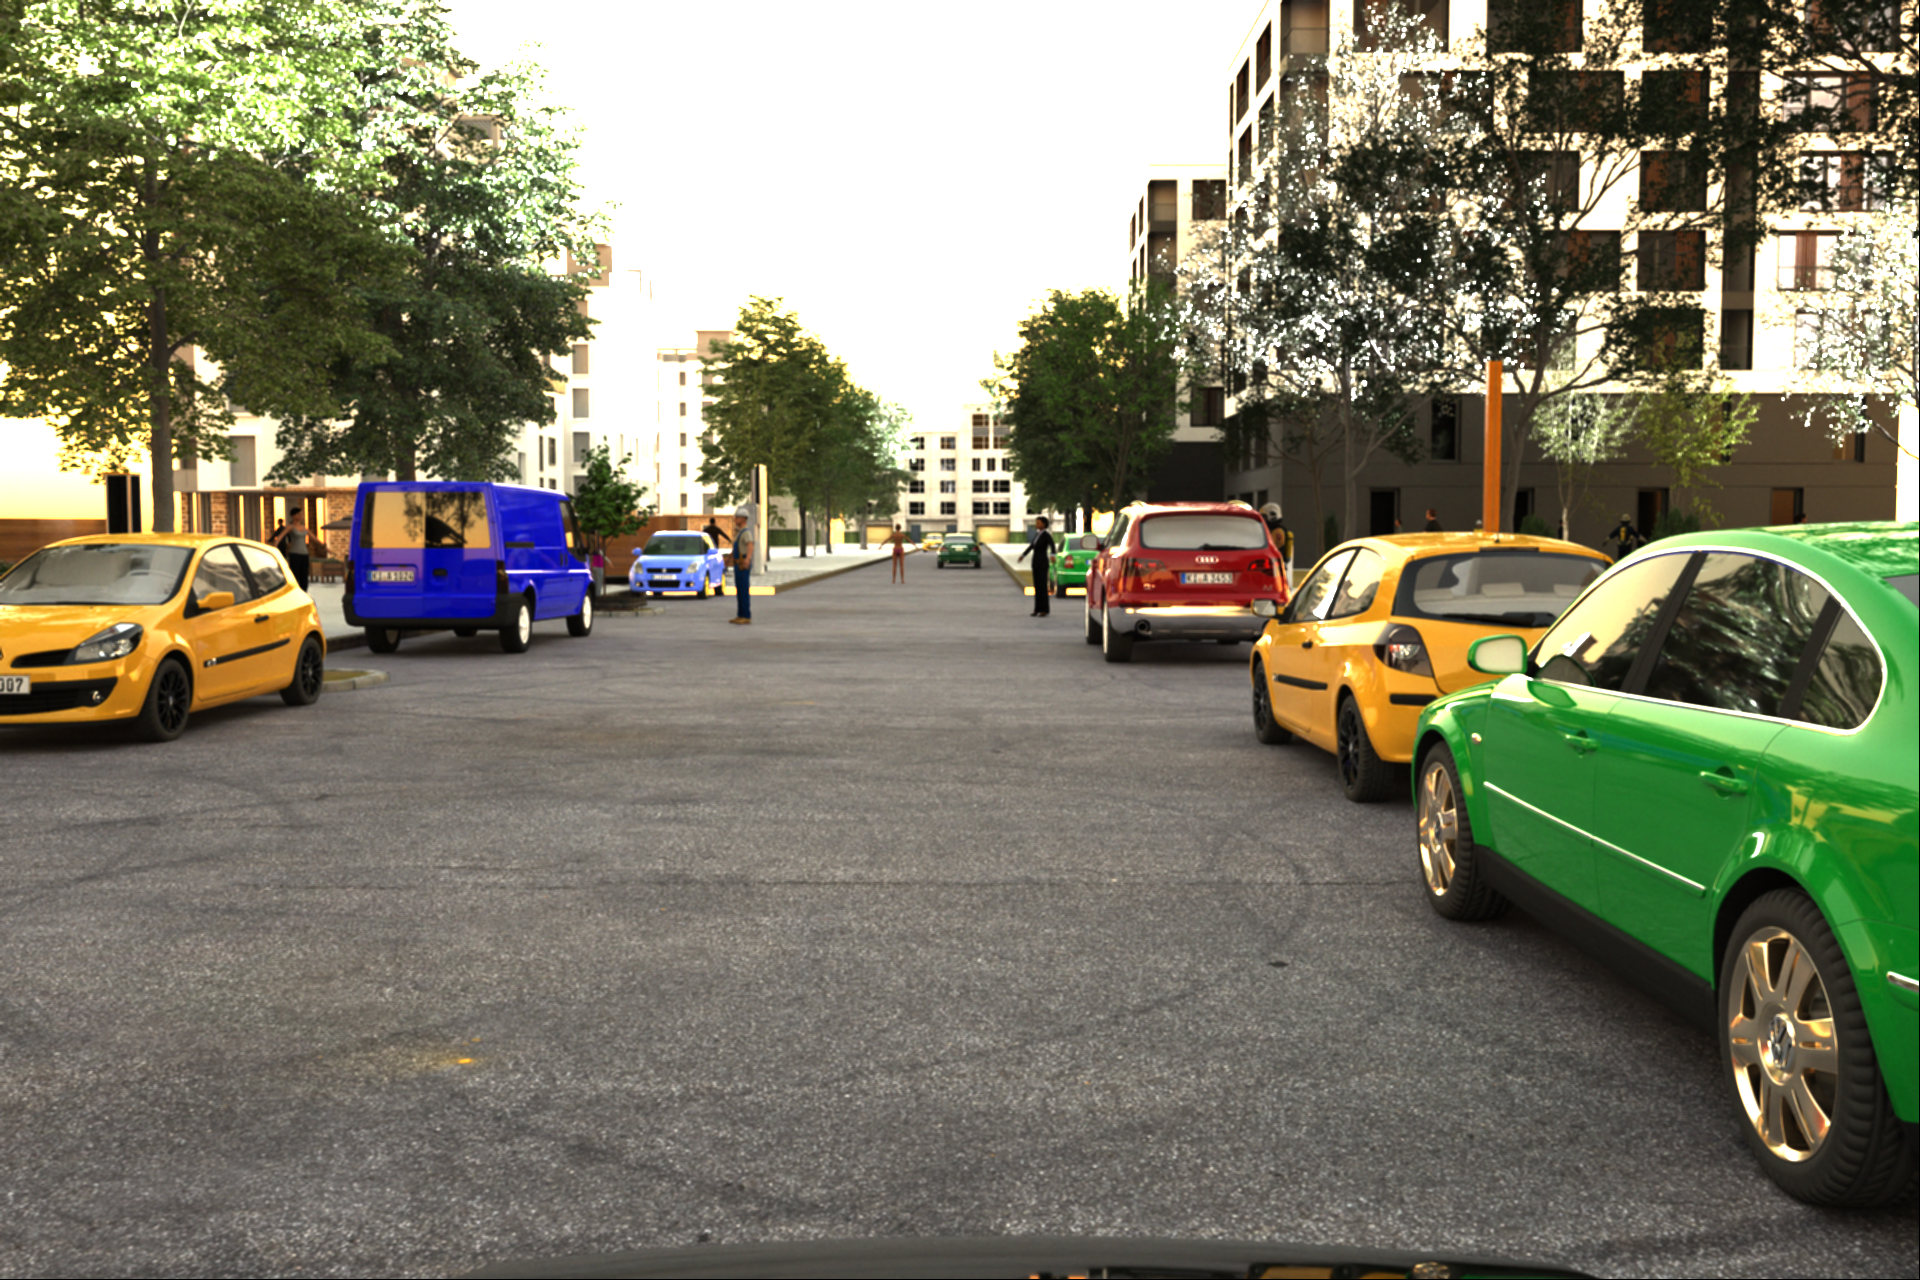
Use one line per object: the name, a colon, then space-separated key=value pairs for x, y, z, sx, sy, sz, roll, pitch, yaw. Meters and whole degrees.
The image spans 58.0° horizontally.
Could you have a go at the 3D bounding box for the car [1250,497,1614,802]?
car: x=2.900 y=-0.028 z=10.680 sx=2.015 sy=1.641 sz=3.980 roll=0 pitch=4 yaw=-1

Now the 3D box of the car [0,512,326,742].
car: x=-6.274 y=-0.178 z=13.133 sx=2.015 sy=1.641 sz=3.980 roll=0 pitch=3 yaw=0

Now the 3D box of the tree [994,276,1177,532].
tree: x=6.408 y=-10.950 z=85.685 sx=9.857 sy=13.997 sz=8.962 roll=0 pitch=3 yaw=0

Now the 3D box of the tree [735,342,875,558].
tree: x=-8.512 y=-10.292 z=94.029 sx=9.928 sy=11.665 sz=9.643 roll=0 pitch=3 yaw=0

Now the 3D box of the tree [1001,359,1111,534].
tree: x=6.265 y=-11.591 z=107.644 sx=7.486 sy=12.596 sz=7.792 roll=0 pitch=3 yaw=0

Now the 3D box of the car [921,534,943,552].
car: x=-2.049 y=-7.824 z=138.142 sx=2.015 sy=1.641 sz=3.980 roll=0 pitch=4 yaw=1

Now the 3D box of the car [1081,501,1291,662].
car: x=2.636 y=-0.748 z=20.903 sx=2.281 sy=1.827 sz=5.304 roll=0 pitch=4 yaw=0

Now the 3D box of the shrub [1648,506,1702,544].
shrub: x=18.233 y=-2.423 z=44.043 sx=1.690 sy=2.028 sz=1.600 roll=0 pitch=3 yaw=0

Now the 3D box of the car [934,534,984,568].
car: x=-0.037 y=-3.778 z=73.569 sx=2.131 sy=1.459 sz=4.920 roll=0 pitch=3 yaw=0

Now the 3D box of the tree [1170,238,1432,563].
tree: x=10.844 y=-7.238 z=52.758 sx=8.767 sy=10.594 sz=7.601 roll=-3 pitch=5 yaw=-43

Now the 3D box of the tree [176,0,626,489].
tree: x=-12.334 y=-8.054 z=38.344 sx=9.857 sy=13.997 sz=8.962 roll=0 pitch=3 yaw=0

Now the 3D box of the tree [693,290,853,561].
tree: x=-8.748 y=-9.973 z=81.186 sx=7.486 sy=12.596 sz=7.792 roll=0 pitch=3 yaw=0

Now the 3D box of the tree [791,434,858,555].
tree: x=-9.042 y=-9.453 z=104.919 sx=4.360 sy=8.622 sz=3.978 roll=0 pitch=3 yaw=0

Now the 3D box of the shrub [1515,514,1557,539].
shrub: x=19.490 y=-3.337 z=58.984 sx=1.690 sy=2.028 sz=1.600 roll=0 pitch=3 yaw=0

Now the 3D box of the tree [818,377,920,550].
tree: x=-7.897 y=-14.255 z=139.720 sx=9.857 sy=13.997 sz=8.962 roll=0 pitch=3 yaw=0

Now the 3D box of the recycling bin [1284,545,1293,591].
recycling bin: x=7.176 y=-1.649 z=39.520 sx=0.722 sy=1.027 sz=0.722 roll=0 pitch=4 yaw=1

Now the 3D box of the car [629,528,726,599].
car: x=-6.358 y=-1.807 z=39.128 sx=1.945 sy=1.707 sz=3.694 roll=0 pitch=4 yaw=1

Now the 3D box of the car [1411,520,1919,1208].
car: x=2.649 y=0.228 z=5.064 sx=1.959 sy=1.807 sz=4.718 roll=0 pitch=3 yaw=0

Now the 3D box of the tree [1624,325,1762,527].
tree: x=24.682 y=-6.656 z=59.195 sx=4.737 sy=8.622 sz=4.395 roll=0 pitch=3 yaw=0

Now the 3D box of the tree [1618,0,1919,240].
tree: x=8.571 y=-4.793 z=12.771 sx=7.601 sy=10.594 sz=8.767 roll=-3 pitch=5 yaw=-41

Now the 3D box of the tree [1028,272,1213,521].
tree: x=6.307 y=-8.716 z=68.255 sx=9.928 sy=11.665 sz=9.643 roll=0 pitch=3 yaw=0

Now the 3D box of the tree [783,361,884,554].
tree: x=-8.627 y=-11.924 z=113.082 sx=7.486 sy=12.596 sz=7.792 roll=0 pitch=3 yaw=0

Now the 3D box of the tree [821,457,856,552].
tree: x=-8.892 y=-10.418 z=120.689 sx=4.737 sy=8.622 sz=4.395 roll=0 pitch=3 yaw=0

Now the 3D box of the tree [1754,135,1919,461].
tree: x=28.355 y=-8.516 z=49.614 sx=12.009 sy=13.543 sz=11.850 roll=0 pitch=3 yaw=0

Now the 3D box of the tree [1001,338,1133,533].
tree: x=5.968 y=-10.967 z=97.440 sx=7.486 sy=12.596 sz=7.792 roll=0 pitch=3 yaw=0

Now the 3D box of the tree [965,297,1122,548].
tree: x=6.743 y=-17.383 z=140.106 sx=12.611 sy=20.169 sz=13.585 roll=0 pitch=3 yaw=0

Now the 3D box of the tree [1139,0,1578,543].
tree: x=9.125 y=-7.907 z=39.658 sx=12.009 sy=13.543 sz=11.850 roll=0 pitch=3 yaw=0

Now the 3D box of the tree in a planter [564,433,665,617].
tree in a planter: x=-6.357 y=-2.058 z=30.865 sx=1.991 sy=3.239 sz=1.994 roll=0 pitch=4 yaw=1

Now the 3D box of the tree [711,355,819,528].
tree: x=-8.305 y=-7.434 z=71.903 sx=4.737 sy=8.622 sz=4.395 roll=0 pitch=3 yaw=0

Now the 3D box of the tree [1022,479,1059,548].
tree: x=6.696 y=-10.911 z=128.758 sx=4.737 sy=8.622 sz=4.395 roll=0 pitch=3 yaw=0

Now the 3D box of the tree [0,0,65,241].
tree: x=-11.941 y=-5.957 z=15.524 sx=7.486 sy=12.596 sz=7.792 roll=0 pitch=3 yaw=0

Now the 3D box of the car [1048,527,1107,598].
car: x=3.007 y=-1.917 z=40.144 sx=1.959 sy=1.807 sz=4.718 roll=0 pitch=4 yaw=-1

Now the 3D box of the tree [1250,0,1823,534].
tree: x=9.000 y=-5.736 z=28.188 sx=8.767 sy=10.594 sz=7.601 roll=0 pitch=4 yaw=-2

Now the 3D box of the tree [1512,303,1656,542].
tree: x=18.882 y=-6.342 z=54.056 sx=4.360 sy=8.622 sz=3.978 roll=0 pitch=3 yaw=0

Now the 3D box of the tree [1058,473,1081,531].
tree: x=7.146 y=-10.040 z=114.511 sx=4.360 sy=8.622 sz=3.978 roll=0 pitch=3 yaw=0
